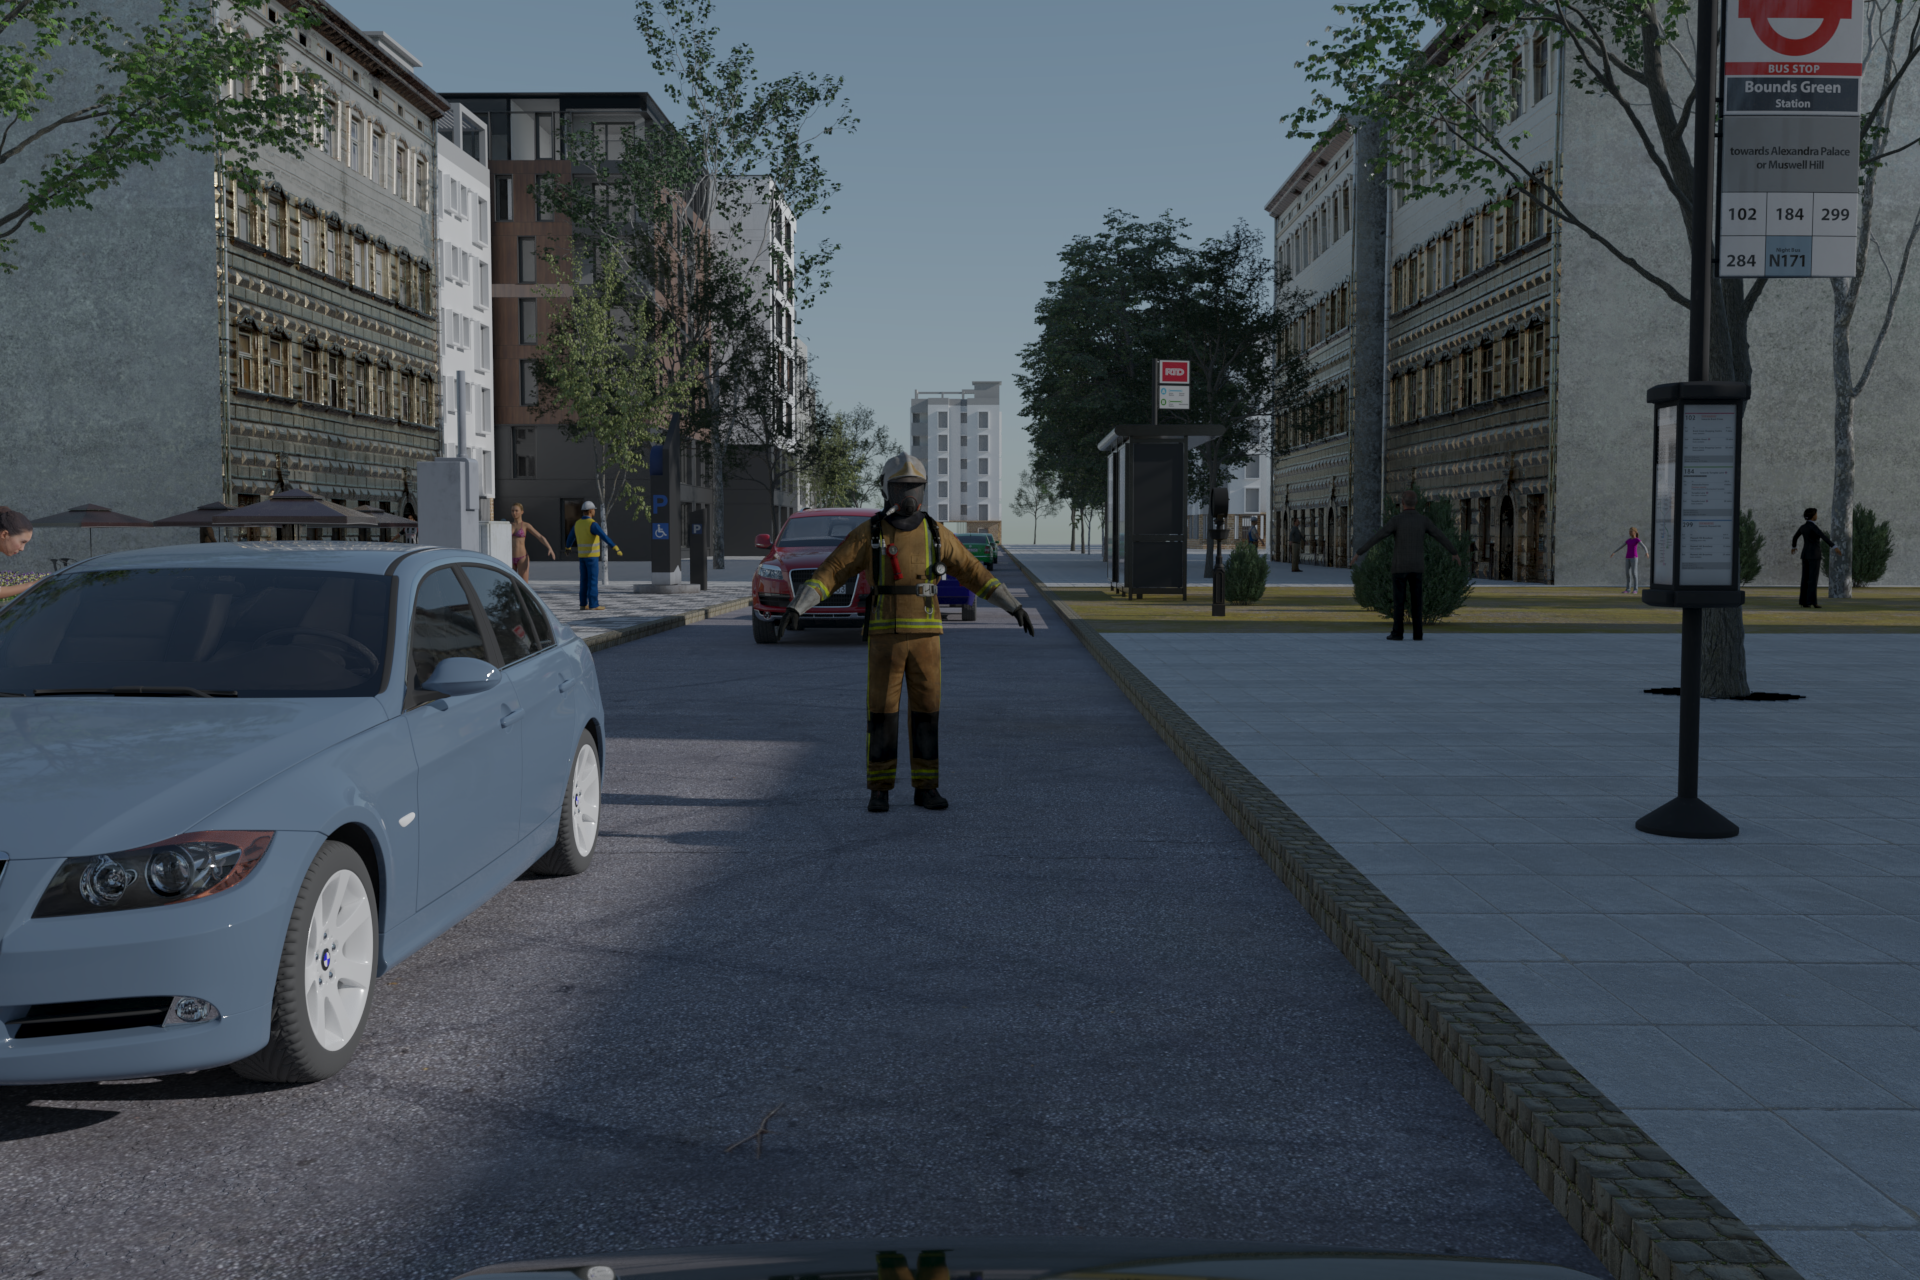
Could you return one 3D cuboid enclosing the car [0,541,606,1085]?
[{"bbox_3d":[-2.462,0.363,6.071,2.014,1.417,4.499,0,4,1],"label":"car"}]

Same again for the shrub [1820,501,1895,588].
[{"bbox_3d":[21.605,-2.309,41.799,1.661,2.075,1.752,0,3,0],"label":"shrub"}]

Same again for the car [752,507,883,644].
[{"bbox_3d":[-1.643,-0.957,24.316,2.281,1.827,5.304,0,4,1],"label":"car"}]

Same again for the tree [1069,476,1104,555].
[{"bbox_3d":[8.070,-9.568,106.798,4.737,8.622,4.395,0,3,0],"label":"tree"}]

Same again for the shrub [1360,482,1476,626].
[{"bbox_3d":[6.480,-1.229,24.519,1.690,2.028,1.600,0,3,0],"label":"shrub"}]

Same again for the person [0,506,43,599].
[{"bbox_3d":[-5.459,-0.015,9.473,0.628,1.438,0.799,3,4,37],"label":"person"}]

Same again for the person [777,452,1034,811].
[{"bbox_3d":[-0.287,-0.047,9.001,1.354,1.858,0.705,-1,4,-14],"label":"person"}]

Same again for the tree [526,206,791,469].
[{"bbox_3d":[-8.803,-7.088,50.302,8.767,10.594,7.601,0,4,6],"label":"tree"}]

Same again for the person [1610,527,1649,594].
[{"bbox_3d":[14.484,-1.723,37.443,0.599,1.433,0.991,-2,4,-29],"label":"person"}]

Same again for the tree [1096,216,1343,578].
[{"bbox_3d":[7.600,-7.093,50.380,7.601,10.594,8.767,-1,4,-14],"label":"tree"}]

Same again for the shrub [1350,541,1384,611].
[{"bbox_3d":[6.974,-1.082,28.812,1.383,1.207,1.383,0,3,0],"label":"shrub"}]

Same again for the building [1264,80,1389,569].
[{"bbox_3d":[23.589,-14.684,71.013,19.493,23.208,18.063,0,4,1],"label":"building"}]

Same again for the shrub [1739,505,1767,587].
[{"bbox_3d":[18.678,-2.325,42.051,1.661,2.075,1.752,0,3,0],"label":"shrub"}]

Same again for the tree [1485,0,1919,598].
[{"bbox_3d":[16.699,-10.836,33.064,12.611,20.169,13.585,0,3,0],"label":"tree"}]

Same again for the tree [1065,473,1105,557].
[{"bbox_3d":[8.293,-9.000,97.512,4.360,8.622,3.978,0,3,0],"label":"tree"}]

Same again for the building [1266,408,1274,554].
[{"bbox_3d":[23.608,-9.438,96.454,9.099,9.664,28.070,0,4,1],"label":"building"}]

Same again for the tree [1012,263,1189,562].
[{"bbox_3d":[6.987,-10.585,79.720,9.857,13.997,8.962,0,3,0],"label":"tree"}]

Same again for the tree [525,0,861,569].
[{"bbox_3d":[-9.884,-12.583,61.619,12.611,20.169,13.585,0,3,0],"label":"tree"}]

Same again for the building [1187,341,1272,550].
[{"bbox_3d":[25.264,-18.324,156.016,16.016,20.090,11.380,0,4,1],"label":"building"}]

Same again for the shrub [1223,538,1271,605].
[{"bbox_3d":[5.117,-1.231,31.239,1.383,1.207,1.383,0,3,0],"label":"shrub"}]

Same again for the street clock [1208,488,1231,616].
[{"bbox_3d":[4.042,-1.373,27.017,0.358,2.002,0.471,0,4,1],"label":"street clock"}]

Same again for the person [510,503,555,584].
[{"bbox_3d":[-6.458,-1.123,25.167,1.217,1.733,0.721,0,4,8],"label":"person"}]

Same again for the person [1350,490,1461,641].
[{"bbox_3d":[5.403,-0.901,20.913,1.348,1.807,0.705,0,4,-2],"label":"person"}]

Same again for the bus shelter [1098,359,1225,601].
[{"bbox_3d":[4.149,-3.657,37.429,2.179,5.291,8.768,0,4,1],"label":"bus shelter"}]

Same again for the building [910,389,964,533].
[{"bbox_3d":[-5.923,-22.001,218.588,11.380,20.090,16.016,0,4,3],"label":"building"}]

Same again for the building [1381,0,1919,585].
[{"bbox_3d":[24.135,-13.501,51.665,19.493,23.208,18.063,0,4,0],"label":"building"}]

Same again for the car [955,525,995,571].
[{"bbox_3d":[0.430,-3.665,68.721,1.959,1.807,4.718,0,4,1],"label":"car"}]

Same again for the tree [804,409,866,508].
[{"bbox_3d":[-7.690,-9.334,102.965,4.737,8.622,4.395,0,3,0],"label":"tree"}]

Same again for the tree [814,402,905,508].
[{"bbox_3d":[-6.895,-11.418,121.099,8.767,10.594,7.601,1,4,22],"label":"tree"}]

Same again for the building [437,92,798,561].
[{"bbox_3d":[-24.734,-15.466,96.841,27.936,21.610,32.646,0,4,1],"label":"building"}]

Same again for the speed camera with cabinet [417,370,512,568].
[{"bbox_3d":[-6.201,-1.675,21.727,0.660,3.252,2.038,0,4,2],"label":"speed camera with cabinet"}]

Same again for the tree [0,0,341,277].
[{"bbox_3d":[-9.228,-5.467,15.139,9.928,11.665,9.643,0,3,0],"label":"tree"}]

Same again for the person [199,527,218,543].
[{"bbox_3d":[-17.240,-2.058,39.791,0.704,1.812,1.346,-2,4,-35],"label":"person"}]

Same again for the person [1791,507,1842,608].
[{"bbox_3d":[14.824,-1.427,30.048,0.721,1.740,1.216,-1,4,-11],"label":"person"}]

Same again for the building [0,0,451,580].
[{"bbox_3d":[-27.716,-13.538,52.275,19.493,23.208,18.063,0,4,0],"label":"building"}]

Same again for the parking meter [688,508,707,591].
[{"bbox_3d":[-5.953,-2.054,39.302,0.399,1.863,0.255,0,4,3],"label":"parking meter"}]

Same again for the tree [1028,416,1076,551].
[{"bbox_3d":[8.475,-12.391,128.352,9.928,11.665,9.643,0,3,0],"label":"tree"}]

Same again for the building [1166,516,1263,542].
[{"bbox_3d":[26.567,-14.658,181.808,9.099,9.664,28.070,0,4,1],"label":"building"}]

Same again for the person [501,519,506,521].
[{"bbox_3d":[-15.986,-3.339,60.713,1.347,1.817,0.704,0,4,0],"label":"person"}]

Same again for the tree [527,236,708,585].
[{"bbox_3d":[-8.747,-5.686,43.331,4.737,8.622,4.395,0,3,0],"label":"tree"}]

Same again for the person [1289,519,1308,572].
[{"bbox_3d":[11.407,-3.203,58.643,0.705,1.796,1.348,3,4,36],"label":"person"}]

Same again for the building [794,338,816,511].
[{"bbox_3d":[-22.920,-17.659,155.188,16.747,18.905,31.486,0,4,1],"label":"building"}]

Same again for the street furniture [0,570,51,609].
[{"bbox_3d":[-17.749,-1.354,28.995,9.812,1.723,11.010,-1,4,-17],"label":"street furniture"}]

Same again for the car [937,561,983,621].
[{"bbox_3d":[-0.564,-1.058,29.880,1.945,1.354,3.894,0,4,0],"label":"car"}]

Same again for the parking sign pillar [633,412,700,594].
[{"bbox_3d":[-6.400,-3.010,37.678,1.447,3.967,1.447,0,4,1],"label":"parking sign pillar"}]

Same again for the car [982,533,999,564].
[{"bbox_3d":[0.965,-4.677,85.269,1.959,1.807,4.718,0,4,1],"label":"car"}]

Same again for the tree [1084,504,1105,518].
[{"bbox_3d":[18.890,-17.476,220.143,7.601,10.594,8.767,0,4,-4],"label":"tree"}]

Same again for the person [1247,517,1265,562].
[{"bbox_3d":[9.501,-3.061,55.897,0.705,1.847,1.347,-1,4,-11],"label":"person"}]

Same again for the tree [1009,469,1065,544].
[{"bbox_3d":[9.647,-17.208,215.757,7.601,10.594,8.767,0,4,-6],"label":"tree"}]

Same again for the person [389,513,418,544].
[{"bbox_3d":[-14.478,-2.422,45.737,1.345,1.843,0.704,0,4,3],"label":"person"}]

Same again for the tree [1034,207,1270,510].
[{"bbox_3d":[7.268,-9.786,66.656,9.857,13.997,8.962,0,3,0],"label":"tree"}]

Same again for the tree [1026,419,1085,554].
[{"bbox_3d":[8.194,-10.964,113.679,8.767,10.594,7.601,1,4,14],"label":"tree"}]

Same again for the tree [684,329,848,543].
[{"bbox_3d":[-8.263,-8.582,74.726,7.601,10.594,8.767,0,4,5],"label":"tree"}]

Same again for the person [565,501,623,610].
[{"bbox_3d":[-6.243,-1.423,29.241,1.349,1.833,0.705,3,4,36],"label":"person"}]

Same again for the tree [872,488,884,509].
[{"bbox_3d":[-8.298,-16.179,214.884,4.360,8.622,3.978,0,3,0],"label":"tree"}]

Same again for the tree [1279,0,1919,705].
[{"bbox_3d":[5.967,-5.363,13.448,9.928,11.665,9.643,0,3,0],"label":"tree"}]

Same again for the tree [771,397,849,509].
[{"bbox_3d":[-7.386,-8.644,91.689,4.360,8.622,3.978,0,3,0],"label":"tree"}]

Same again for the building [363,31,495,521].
[{"bbox_3d":[-26.733,-12.863,66.737,16.016,20.090,11.380,0,4,2],"label":"building"}]

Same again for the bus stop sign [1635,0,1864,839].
[{"bbox_3d":[3.361,-1.141,7.362,0.855,3.939,0.416,0,4,1],"label":"bus stop sign"}]

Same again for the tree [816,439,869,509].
[{"bbox_3d":[-16.427,-18.823,214.417,9.857,13.997,8.962,0,3,0],"label":"tree"}]
